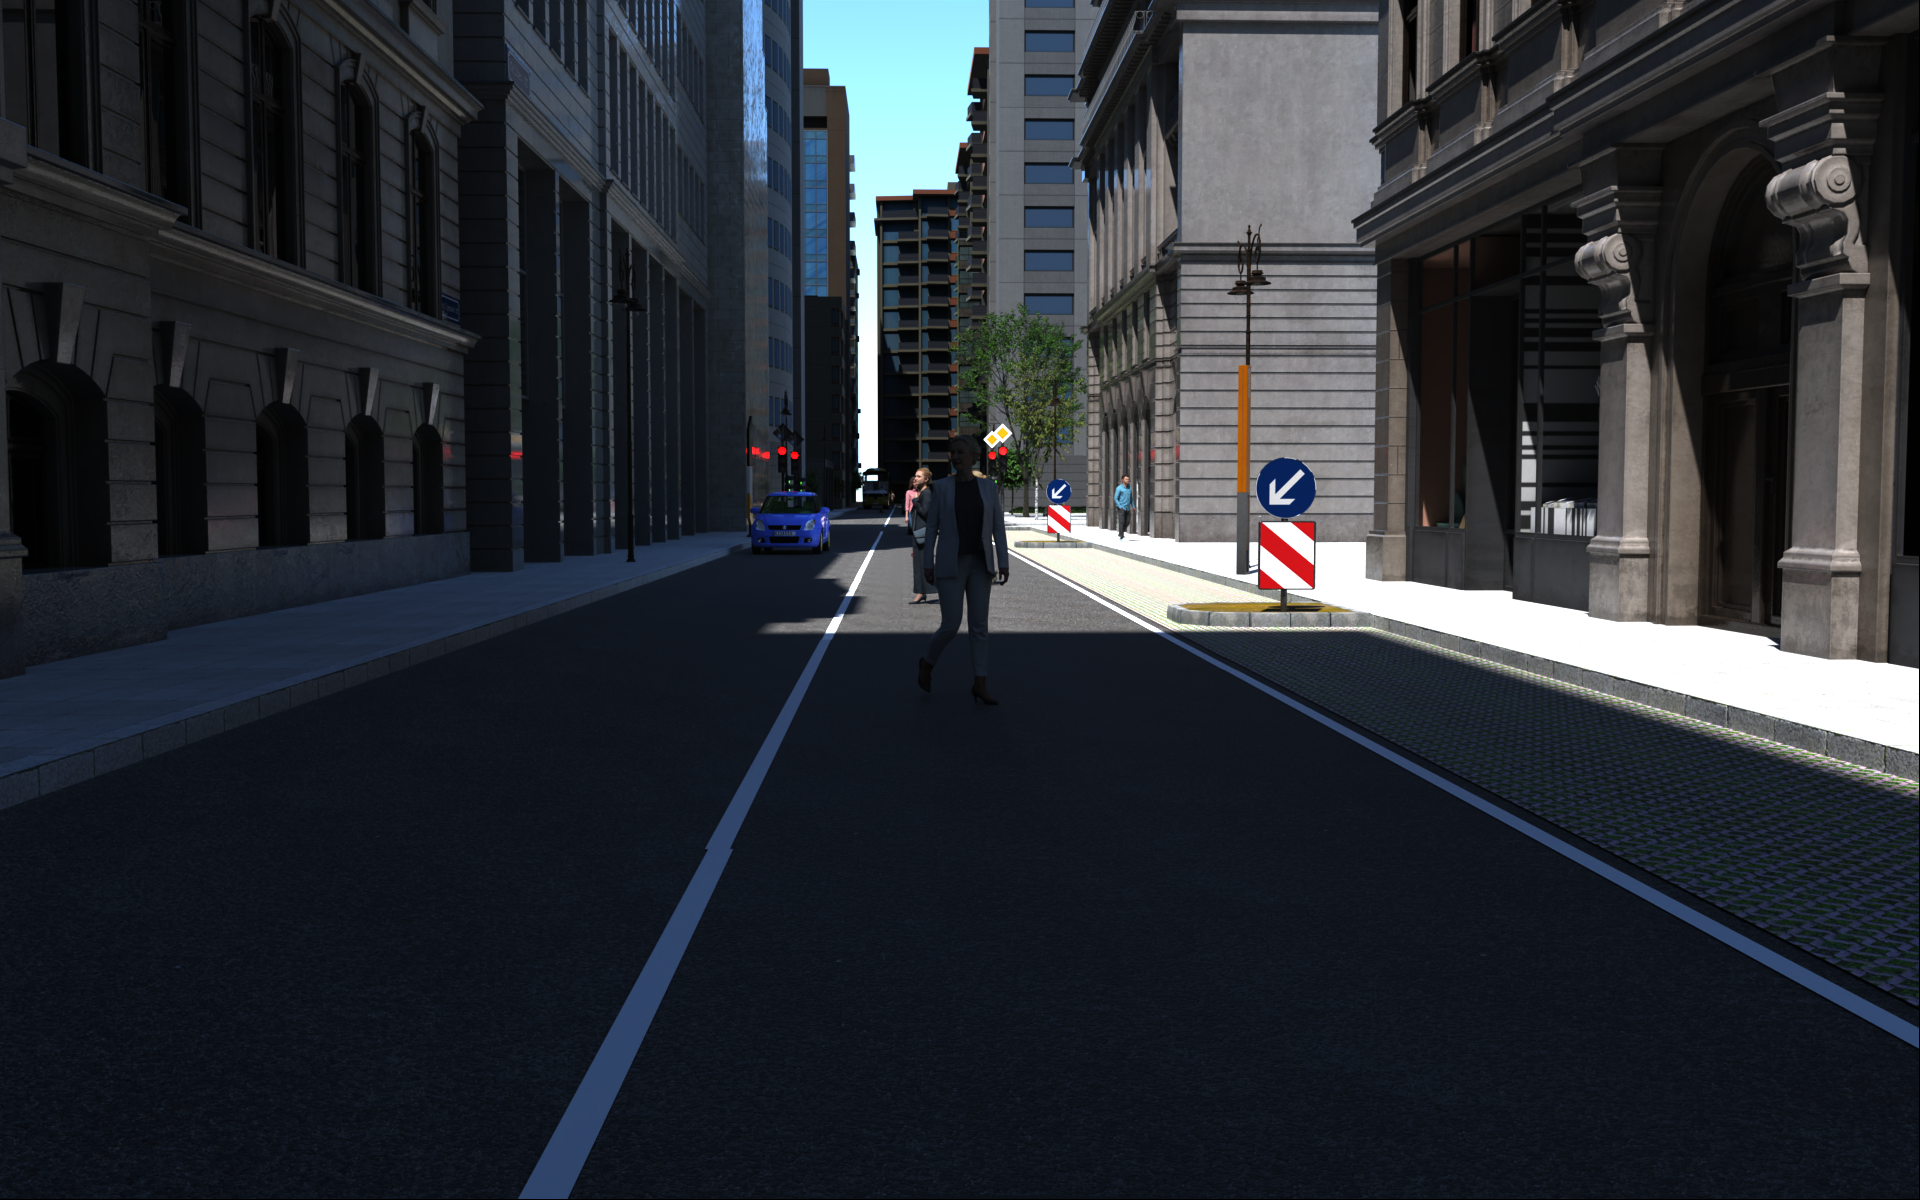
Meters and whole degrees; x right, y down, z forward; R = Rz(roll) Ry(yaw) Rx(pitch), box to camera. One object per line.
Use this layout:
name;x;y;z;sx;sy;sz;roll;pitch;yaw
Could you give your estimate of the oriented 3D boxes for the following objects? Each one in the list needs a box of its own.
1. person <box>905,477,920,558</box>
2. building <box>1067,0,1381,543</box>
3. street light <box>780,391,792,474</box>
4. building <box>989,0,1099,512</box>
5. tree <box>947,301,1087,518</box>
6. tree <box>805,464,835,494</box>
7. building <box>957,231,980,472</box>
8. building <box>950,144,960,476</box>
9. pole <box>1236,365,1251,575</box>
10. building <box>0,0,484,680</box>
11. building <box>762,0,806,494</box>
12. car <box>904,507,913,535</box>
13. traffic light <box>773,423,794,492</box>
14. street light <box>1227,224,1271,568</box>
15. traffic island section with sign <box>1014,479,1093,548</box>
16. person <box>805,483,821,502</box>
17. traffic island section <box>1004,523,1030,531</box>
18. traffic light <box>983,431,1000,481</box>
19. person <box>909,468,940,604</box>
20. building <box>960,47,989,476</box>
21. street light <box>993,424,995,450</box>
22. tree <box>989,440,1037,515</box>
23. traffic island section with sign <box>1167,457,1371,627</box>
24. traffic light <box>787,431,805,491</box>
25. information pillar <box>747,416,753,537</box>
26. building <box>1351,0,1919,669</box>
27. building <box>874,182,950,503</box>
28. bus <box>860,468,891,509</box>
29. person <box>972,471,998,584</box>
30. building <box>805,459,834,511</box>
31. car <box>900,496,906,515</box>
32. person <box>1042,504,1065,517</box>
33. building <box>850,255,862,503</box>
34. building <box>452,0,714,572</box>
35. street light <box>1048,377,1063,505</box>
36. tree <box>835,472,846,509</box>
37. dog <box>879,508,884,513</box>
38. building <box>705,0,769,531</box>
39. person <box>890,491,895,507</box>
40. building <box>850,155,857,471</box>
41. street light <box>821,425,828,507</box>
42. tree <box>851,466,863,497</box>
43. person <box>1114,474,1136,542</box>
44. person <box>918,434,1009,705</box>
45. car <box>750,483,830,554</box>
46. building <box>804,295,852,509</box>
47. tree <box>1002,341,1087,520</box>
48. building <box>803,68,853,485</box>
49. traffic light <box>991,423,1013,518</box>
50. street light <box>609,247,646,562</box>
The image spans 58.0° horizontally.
person;-1.016;-1.867;39.032;0.555;1.821;0.388;-3;5;-44
building;11.261;-13.153;56.846;13.314;21.916;24.055;0;4;-2
street light;-7.689;-6.355;76.694;0.468;5.910;1.993;0;4;-2
building;12.721;-36.206;133.973;21.231;58.520;28.212;0;4;-2
tree;3.468;-10.346;94.920;9.928;11.665;9.643;0;3;0
tree;-9.356;-7.068;110.158;1.663;3.219;1.824;0;3;0
building;6.658;-25.703;191.945;14.160;30.474;14.107;0;4;-2
building;10.528;-34.157;213.098;22.147;44.769;28.867;0;4;-2
pole;4.510;-2.060;27.519;0.158;3.312;0.155;0;3;0
building;-12.375;-11.662;9.759;14.460;24.649;34.723;0;4;-2
building;-19.569;-33.585;91.120;21.231;58.520;28.212;0;4;-2
car;-0.958;-3.050;62.234;2.083;1.381;4.827;0;4;-2
traffic light;-6.987;-4.866;68.484;0.839;4.253;0.868;0;4;-2
street light;4.967;-3.494;29.910;0.468;5.910;1.993;0;4;-2
traffic island section with sign;2.476;-2.314;46.466;1.989;1.847;2.006;0;4;-2
person;-5.344;-3.238;61.425;0.713;1.824;0.794;2;4;29
traffic island section;1.709;-2.852;68.907;2.009;0.180;2.903;0;4;-2
traffic light;1.399;-5.373;76.772;0.839;4.253;0.868;0;4;-2
person;-0.431;-0.835;22.575;0.534;1.772;0.576;-2;4;-28
building;11.866;-31.519;169.957;22.147;44.769;28.867;0;4;-2
street light;2.201;-8.576;113.009;0.468;5.910;1.993;0;4;-2
tree;3.136;-7.429;105.182;4.285;4.588;4.351;0;3;0
traffic island section with sign;3.386;-0.663;19.461;1.989;1.847;2.006;0;4;-2
traffic light;-7.257;-5.354;76.464;0.839;4.253;0.868;0;4;-2
information pillar;-6.270;-3.688;51.657;0.183;3.616;0.504;0;4;3
building;10.633;-10.616;24.484;10.553;20.767;40.483;0;4;-2
building;0.774;-36.161;245.848;28.867;44.769;22.147;0;4;-2
bus;-8.023;-10.700;166.497;2.896;3.916;12.252;0;4;-2
person;0.305;-1.126;27.129;0.641;1.798;0.478;0;4;-3
building;-19.968;-42.248;129.007;20.563;71.187;20.611;0;4;-2
car;-3.161;-6.741;122.019;2.131;1.459;4.920;0;3;0
person;5.334;-5.616;98.082;1.509;1.804;0.699;-2;4;-30
building;-26.531;-34.162;250.431;23.993;40.220;32.217;0;4;-2
building;-13.246;-16.187;42.158;11.434;29.767;29.804;0;4;-2
street light;3.756;-5.854;68.497;0.468;5.910;1.993;0;4;-2
tree;-10.433;-9.306;146.755;1.663;3.219;1.824;0;3;0
dog;-5.968;-6.707;129.852;0.550;0.427;0.748;1;4;14
building;-15.896;-12.779;63.685;16.860;20.320;10.420;0;4;-2
person;-7.626;-11.328;193.720;0.705;1.824;1.348;-3;4;-36
building;-28.232;-36.360;214.098;30.456;49.044;23.786;0;4;-2
street light;-9.001;-8.715;115.278;0.468;5.910;1.993;0;4;-2
tree;-12.522;-13.183;199.251;4.285;4.588;4.351;0;3;0
person;4.431;-2.507;47.044;0.660;1.820;0.620;-3;5;-44
person;0.000;-0.222;12.015;0.514;1.842;0.818;-2;4;-33
car;-4.131;-2.012;42.490;1.945;1.707;3.694;0;3;0
building;-24.636;-19.613;165.708;27.650;21.520;28.899;0;4;-2
tree;3.959;-8.194;84.331;4.737;8.622;4.395;0;3;0
building;-18.961;-32.819;186.694;14.600;45.320;14.200;0;4;-2
traffic light;1.669;-4.885;68.791;0.839;4.253;0.868;0;4;-2
street light;-6.231;-3.659;32.620;0.468;5.910;1.993;0;4;-2
